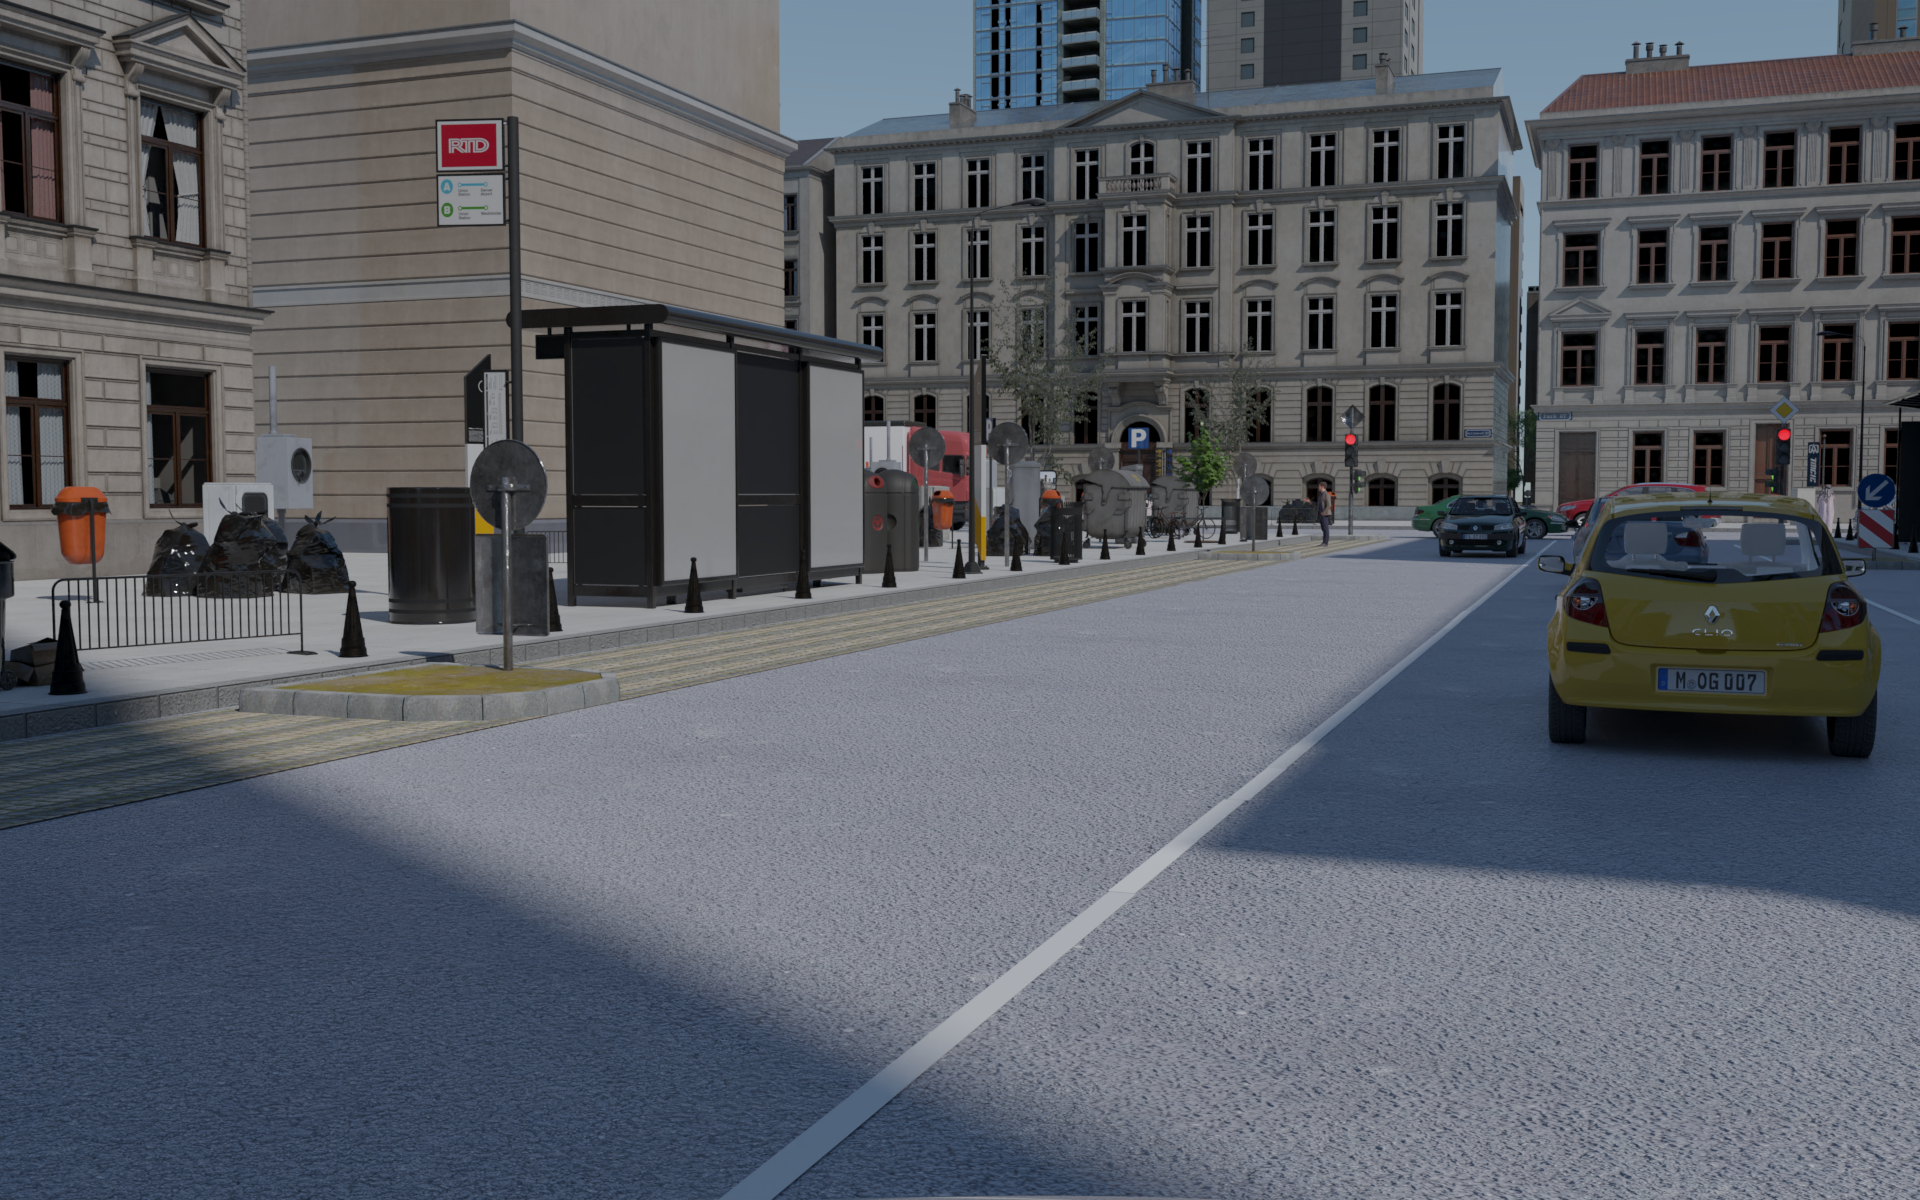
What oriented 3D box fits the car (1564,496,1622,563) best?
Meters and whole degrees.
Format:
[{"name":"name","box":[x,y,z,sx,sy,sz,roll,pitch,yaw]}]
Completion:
[{"name":"car","box":[9.951,-0.824,25.481,2.014,1.417,4.499,1,4,19]}]

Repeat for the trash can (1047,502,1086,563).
[{"name":"trash can","box":[1.985,-1.264,32.325,0.748,1.137,0.748,0,3,0]}]

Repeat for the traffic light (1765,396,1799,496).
[{"name":"traffic light","box":[23.708,-3.734,49.965,0.839,4.253,0.868,1,4,21]}]

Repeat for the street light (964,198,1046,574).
[{"name":"street light","box":[0.692,-3.363,27.524,1.470,5.913,1.316,1,4,21]}]

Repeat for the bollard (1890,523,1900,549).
[{"name":"bollard","box":[21.710,-1.479,40.215,0.229,0.601,0.229,0,3,0]}]

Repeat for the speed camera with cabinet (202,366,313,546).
[{"name":"speed camera with cabinet","box":[-10.568,-1.944,26.127,0.660,3.252,2.038,1,4,11]}]

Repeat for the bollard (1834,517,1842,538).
[{"name":"bollard","box":[25.522,-2.098,50.339,0.229,0.601,0.229,0,3,0]}]

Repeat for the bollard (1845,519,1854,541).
[{"name":"bollard","box":[24.562,-1.942,47.792,0.229,0.601,0.229,0,3,0]}]

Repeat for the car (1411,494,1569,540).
[{"name":"car","box":[17.114,-2.700,55.948,4.920,1.459,2.131,1,4,22]}]

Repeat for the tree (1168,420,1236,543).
[{"name":"tree","box":[6.283,-3.119,45.590,1.663,3.219,1.824,0,3,0]}]

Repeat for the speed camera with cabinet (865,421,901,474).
[{"name":"speed camera with cabinet","box":[-2.646,-3.224,47.052,2.038,3.252,0.660,1,4,20]}]

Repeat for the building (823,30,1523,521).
[{"name":"building","box":[10.943,-16.645,91.228,34.723,24.649,14.460,1,4,21]}]

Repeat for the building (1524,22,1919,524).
[{"name":"building","box":[37.355,-14.922,80.133,21.152,22.565,11.583,1,4,21]}]

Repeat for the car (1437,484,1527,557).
[{"name":"car","box":[12.274,-1.883,40.582,2.009,1.686,4.222,1,4,22]}]

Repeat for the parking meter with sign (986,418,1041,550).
[{"name":"parking meter with sign","box":[1.498,-2.674,39.987,1.738,3.016,0.543,-1,4,-16]}]

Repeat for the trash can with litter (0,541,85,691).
[{"name":"trash can with litter","box":[-6.409,-0.003,11.437,0.624,1.170,1.055,1,4,20]}]

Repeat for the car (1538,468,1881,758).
[{"name":"car","box":[4.705,-0.049,11.021,2.015,1.641,3.980,1,4,21]}]

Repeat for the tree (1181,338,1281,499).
[{"name":"tree","box":[12.736,-7.973,80.719,4.360,8.622,3.978,0,3,0]}]

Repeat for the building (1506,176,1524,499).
[{"name":"building","box":[69.885,-36.030,239.194,14.200,45.320,14.600,1,4,21]}]

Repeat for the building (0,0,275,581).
[{"name":"building","box":[-19.657,-9.677,22.845,10.561,19.102,19.286,1,4,21]}]

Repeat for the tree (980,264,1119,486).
[{"name":"tree","box":[2.629,-6.448,55.782,4.360,8.622,3.978,0,3,0]}]

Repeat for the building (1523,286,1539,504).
[{"name":"building","box":[84.102,-28.343,235.107,14.107,30.474,14.160,1,4,21]}]

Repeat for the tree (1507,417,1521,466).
[{"name":"tree","box":[47.780,-12.473,154.291,4.360,8.622,3.978,0,3,0]}]

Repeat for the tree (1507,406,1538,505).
[{"name":"tree","box":[66.087,-16.949,202.875,9.928,11.665,9.643,0,3,0]}]

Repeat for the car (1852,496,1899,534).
[{"name":"car","box":[31.250,-2.675,55.731,4.499,1.417,2.014,1,4,20]}]

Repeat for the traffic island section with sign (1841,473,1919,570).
[{"name":"traffic island section with sign","box":[17.631,-1.538,33.778,1.989,1.847,2.006,1,4,21]}]

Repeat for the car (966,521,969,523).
[{"name":"car","box":[-1.720,-3.735,72.864,4.920,1.459,2.131,1,4,19]}]

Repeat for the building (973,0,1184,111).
[{"name":"building","box":[14.752,-54.165,198.266,31.000,86.520,22.319,1,4,21]}]

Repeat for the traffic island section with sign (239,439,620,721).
[{"name":"traffic island section with sign","box":[-3.439,-0.196,11.840,1.989,1.847,2.006,1,4,21]}]

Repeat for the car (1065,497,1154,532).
[{"name":"car","box":[5.870,-3.110,63.207,4.827,1.381,2.083,1,4,22]}]

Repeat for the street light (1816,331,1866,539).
[{"name":"street light","box":[25.130,-4.702,49.421,1.470,5.913,1.316,1,4,21]}]

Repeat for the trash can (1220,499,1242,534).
[{"name":"trash can","box":[8.702,-2.691,55.646,0.748,1.137,0.748,0,3,0]}]

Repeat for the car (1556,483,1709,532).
[{"name":"car","box":[22.991,-3.067,58.814,5.304,1.827,2.281,1,4,19]}]

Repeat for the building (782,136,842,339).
[{"name":"building","box":[-14.594,-15.295,99.232,18.267,20.994,9.793,1,4,21]}]

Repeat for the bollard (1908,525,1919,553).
[{"name":"bollard","box":[20.758,-1.324,37.690,0.229,0.601,0.229,0,3,0]}]

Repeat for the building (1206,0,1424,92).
[{"name":"building","box":[39.360,-46.032,190.872,20.611,71.187,20.563,1,4,21]}]

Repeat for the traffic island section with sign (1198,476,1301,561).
[{"name":"traffic island section with sign","box":[6.402,-1.794,37.957,1.989,1.847,2.006,1,4,21]}]

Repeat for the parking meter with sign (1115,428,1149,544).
[{"name":"parking meter with sign","box":[4.431,-2.976,44.911,0.543,3.016,1.738,1,4,20]}]

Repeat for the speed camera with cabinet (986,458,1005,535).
[{"name":"speed camera with cabinet","box":[0.807,-3.056,44.308,0.660,3.252,2.038,-1,4,-16]}]

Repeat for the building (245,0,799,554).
[{"name":"building","box":[-16.024,-15.838,44.863,20.117,28.700,13.634,1,4,21]}]

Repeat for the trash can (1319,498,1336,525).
[{"name":"trash can","box":[15.051,-3.631,71.018,0.748,1.137,0.748,0,3,0]}]

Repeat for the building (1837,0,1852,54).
[{"name":"building","box":[92.890,-34.419,151.997,28.713,52.752,27.495,1,4,21]}]

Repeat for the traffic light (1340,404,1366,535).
[{"name":"traffic light","box":[12.274,-3.995,54.244,0.839,4.253,0.868,1,4,21]}]

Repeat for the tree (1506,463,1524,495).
[{"name":"tree","box":[56.688,-11.960,179.255,4.285,4.588,4.351,0,3,0]}]

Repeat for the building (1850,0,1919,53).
[{"name":"building","box":[77.272,-29.625,134.483,14.600,45.320,14.200,1,4,21]}]

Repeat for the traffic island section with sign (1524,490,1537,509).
[{"name":"traffic island section with sign","box":[53.190,-9.382,162.017,1.989,1.847,2.006,1,4,21]}]

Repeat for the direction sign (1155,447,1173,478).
[{"name":"direction sign","box":[9.891,-5.633,84.093,0.876,3.537,0.379,-1,4,-14]}]
